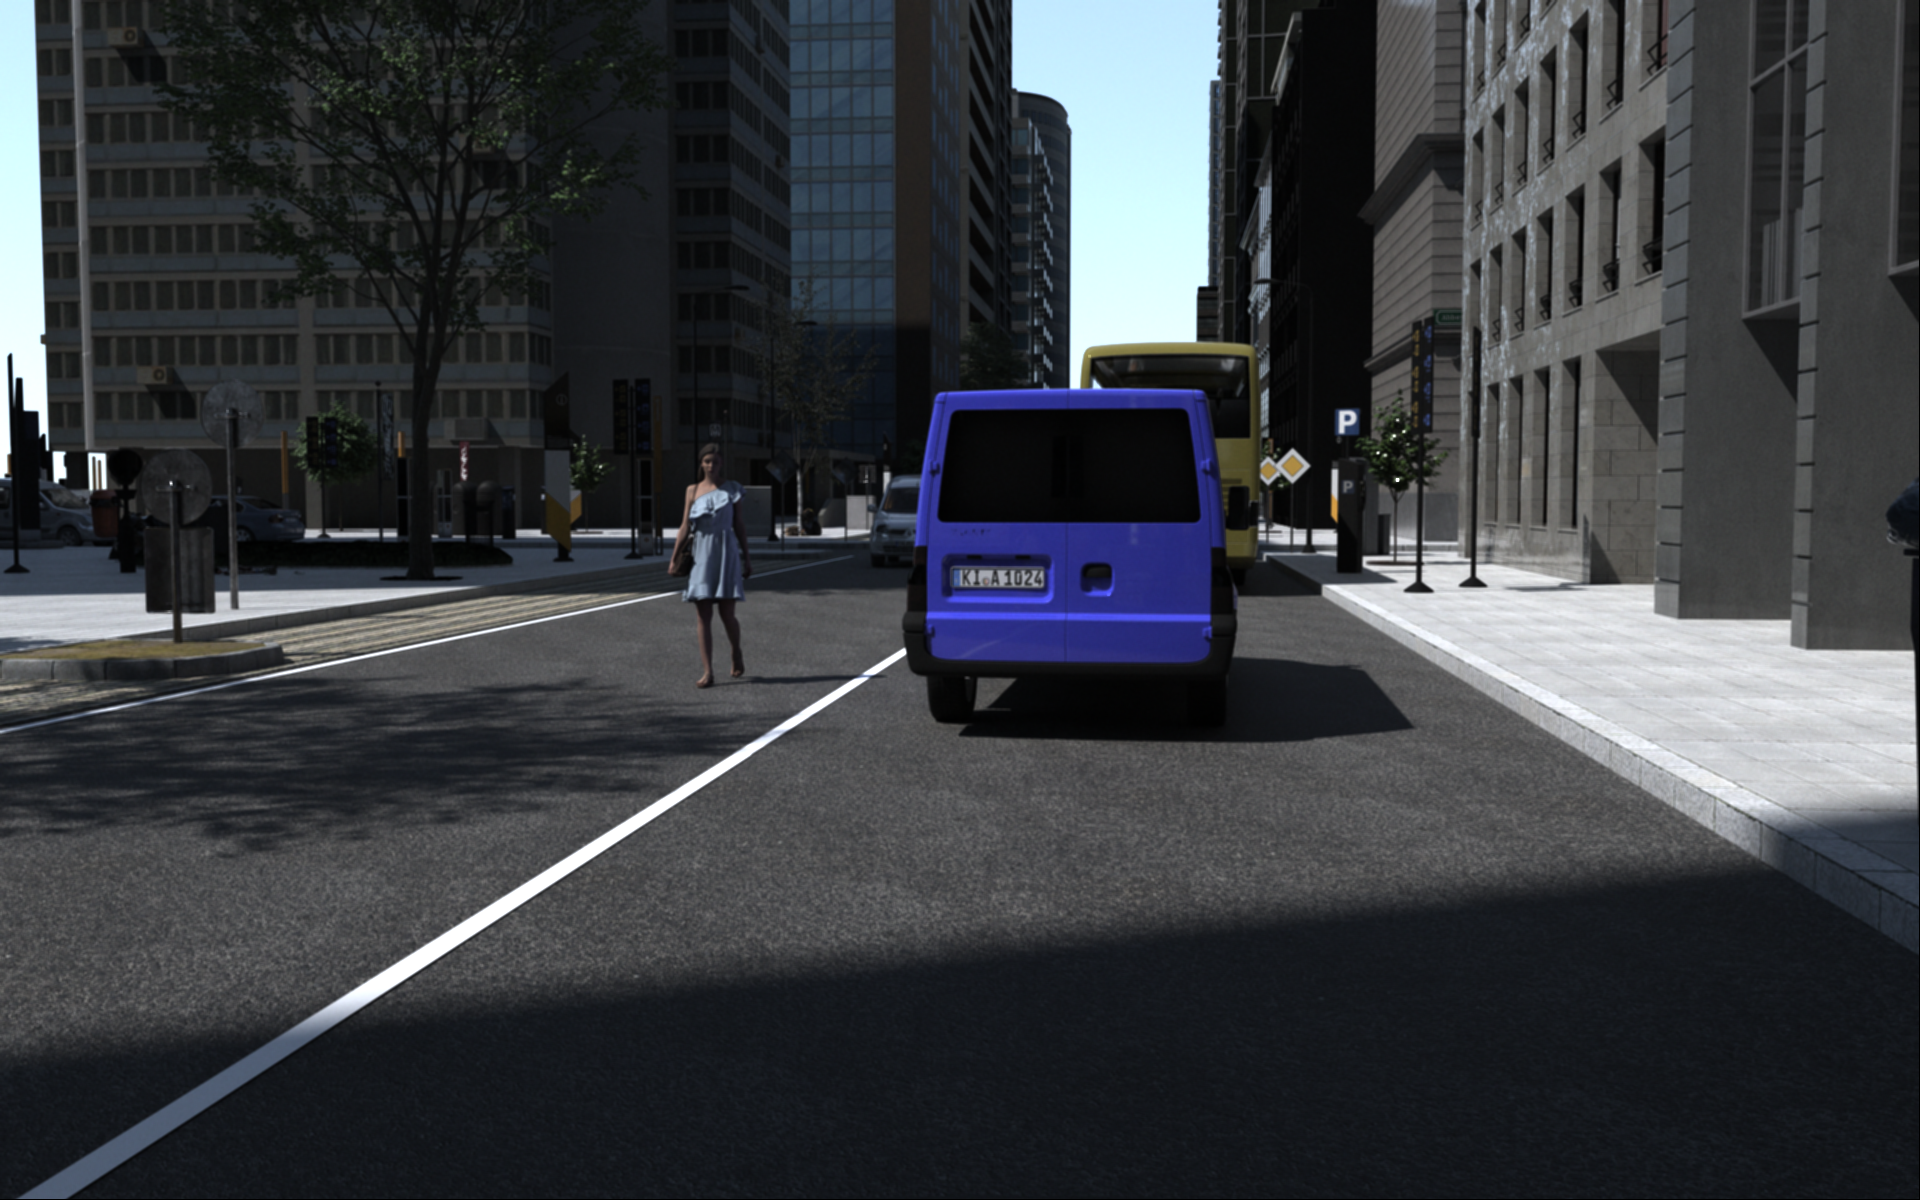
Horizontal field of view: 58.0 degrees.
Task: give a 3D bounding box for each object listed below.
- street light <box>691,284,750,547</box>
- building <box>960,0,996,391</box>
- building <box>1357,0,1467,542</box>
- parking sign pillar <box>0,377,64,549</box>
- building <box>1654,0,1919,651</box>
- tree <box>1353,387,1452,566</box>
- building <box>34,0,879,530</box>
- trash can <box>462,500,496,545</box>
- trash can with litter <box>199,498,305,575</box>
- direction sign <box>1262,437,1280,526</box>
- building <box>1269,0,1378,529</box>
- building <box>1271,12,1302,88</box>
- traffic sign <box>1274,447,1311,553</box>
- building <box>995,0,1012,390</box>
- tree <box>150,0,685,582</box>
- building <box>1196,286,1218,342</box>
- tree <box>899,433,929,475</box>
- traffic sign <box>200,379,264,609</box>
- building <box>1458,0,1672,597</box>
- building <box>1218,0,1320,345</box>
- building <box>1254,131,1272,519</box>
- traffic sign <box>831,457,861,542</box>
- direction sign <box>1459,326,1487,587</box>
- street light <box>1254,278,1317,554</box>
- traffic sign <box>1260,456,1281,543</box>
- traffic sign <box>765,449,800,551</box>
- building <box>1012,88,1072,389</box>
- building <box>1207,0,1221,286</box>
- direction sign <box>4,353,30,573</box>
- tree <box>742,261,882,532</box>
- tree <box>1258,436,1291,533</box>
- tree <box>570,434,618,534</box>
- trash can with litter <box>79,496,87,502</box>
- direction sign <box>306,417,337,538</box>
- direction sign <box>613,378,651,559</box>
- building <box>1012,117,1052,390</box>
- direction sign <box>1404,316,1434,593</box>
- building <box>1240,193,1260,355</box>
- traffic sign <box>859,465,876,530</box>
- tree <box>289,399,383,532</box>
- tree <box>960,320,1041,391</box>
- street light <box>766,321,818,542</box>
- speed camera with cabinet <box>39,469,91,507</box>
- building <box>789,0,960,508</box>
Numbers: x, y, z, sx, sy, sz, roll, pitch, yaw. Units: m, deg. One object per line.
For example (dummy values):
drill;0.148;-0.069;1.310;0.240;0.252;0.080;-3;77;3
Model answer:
street light;-5.356;-4.039;38.577;1.470;5.913;1.316;0;4;6
building;-8.843;-31.149;132.980;21.300;48.544;21.600;0;4;6
building;24.251;-16.108;50.755;23.554;28.519;14.401;0;4;6
parking sign pillar;-21.950;-3.196;40.734;1.447;3.967;1.447;-2;4;-32
building;11.165;-13.760;2.477;11.434;29.767;29.804;0;4;6
tree;8.043;-2.249;31.373;1.663;3.219;1.824;0;3;0
building;-20.406;-23.286;72.611;32.217;40.220;23.993;0;4;6
trash can;-10.815;-1.670;38.962;0.748;1.137;0.748;0;3;0
trash can with litter;-11.638;-1.018;27.706;2.233;1.210;1.678;1;4;12
direction sign;12.422;-4.729;69.317;0.876;3.537;0.379;-2;4;-27
building;19.184;-14.656;69.301;12.332;23.373;15.834;0;4;6
building;37.331;-27.082;134.674;32.217;40.220;23.993;0;4;6
traffic sign;7.167;-2.064;37.393;0.795;2.450;0.064;0;4;6
building;-3.129;-44.984;173.732;20.563;71.187;20.611;0;4;6
tree;-7.887;-6.105;25.566;9.928;11.665;9.643;0;3;0
building;39.673;-28.625;239.716;14.160;30.474;14.107;0;4;6
tree;-1.515;-6.422;88.705;4.285;4.588;4.351;0;3;0
traffic sign;-8.088;-1.170;19.235;0.768;2.556;0.104;1;4;10
building;14.400;-10.466;25.865;10.420;20.320;16.860;0;4;6
building;41.370;-47.828;220.245;20.563;71.187;20.611;0;4;6
building;20.274;-14.586;87.636;9.793;20.994;18.267;0;4;6
traffic sign;-3.068;-2.627;46.588;0.795;2.450;0.064;0;4;6
direction sign;7.098;-1.948;23.854;0.379;3.537;0.876;1;4;22
street light;7.013;-3.965;37.361;1.470;5.913;1.316;0;4;6
traffic sign;8.055;-2.550;45.329;0.795;2.450;0.064;0;4;6
traffic sign;-3.955;-2.141;38.652;0.795;2.450;0.064;0;4;6
building;4.969;-43.468;252.697;21.231;58.520;28.212;0;4;6
building;46.276;-57.936;259.921;22.319;86.520;31.000;0;4;6
direction sign;-15.412;-2.214;28.197;0.379;3.537;0.876;-2;4;-31
tree;-4.927;-6.418;55.301;4.360;8.622;3.978;0;3;0
tree;10.094;-3.842;57.425;1.663;3.219;1.824;0;3;0
tree;-12.225;-3.775;56.323;1.663;3.219;1.824;0;3;0
trash can with litter;-26.972;-2.583;53.297;2.233;1.210;1.678;3;4;38
direction sign;-18.762;-3.608;50.981;0.876;3.537;0.379;-3;5;-40
direction sign;-6.463;-2.580;34.178;0.876;3.537;0.379;2;4;25
building;0.248;-36.902;222.950;23.786;49.044;30.456;0;4;6
direction sign;6.000;-1.868;22.545;0.379;3.537;0.876;0;4;-2
building;23.656;-16.576;107.173;11.583;22.565;21.152;0;4;6
traffic sign;-3.293;-3.630;61.482;0.606;2.300;0.079;1;4;11
tree;-21.282;-4.618;59.210;4.285;4.588;4.351;0;3;0
tree;1.836;-11.945;113.425;7.486;12.596;7.792;0;3;0
street light;-4.509;-4.528;46.566;1.470;5.913;1.316;0;4;6
speed camera with cabinet;-31.674;-4.067;60.839;2.038;3.252;0.660;-2;4;-27
building;-7.639;-27.459;99.073;14.600;45.320;14.200;0;4;6
